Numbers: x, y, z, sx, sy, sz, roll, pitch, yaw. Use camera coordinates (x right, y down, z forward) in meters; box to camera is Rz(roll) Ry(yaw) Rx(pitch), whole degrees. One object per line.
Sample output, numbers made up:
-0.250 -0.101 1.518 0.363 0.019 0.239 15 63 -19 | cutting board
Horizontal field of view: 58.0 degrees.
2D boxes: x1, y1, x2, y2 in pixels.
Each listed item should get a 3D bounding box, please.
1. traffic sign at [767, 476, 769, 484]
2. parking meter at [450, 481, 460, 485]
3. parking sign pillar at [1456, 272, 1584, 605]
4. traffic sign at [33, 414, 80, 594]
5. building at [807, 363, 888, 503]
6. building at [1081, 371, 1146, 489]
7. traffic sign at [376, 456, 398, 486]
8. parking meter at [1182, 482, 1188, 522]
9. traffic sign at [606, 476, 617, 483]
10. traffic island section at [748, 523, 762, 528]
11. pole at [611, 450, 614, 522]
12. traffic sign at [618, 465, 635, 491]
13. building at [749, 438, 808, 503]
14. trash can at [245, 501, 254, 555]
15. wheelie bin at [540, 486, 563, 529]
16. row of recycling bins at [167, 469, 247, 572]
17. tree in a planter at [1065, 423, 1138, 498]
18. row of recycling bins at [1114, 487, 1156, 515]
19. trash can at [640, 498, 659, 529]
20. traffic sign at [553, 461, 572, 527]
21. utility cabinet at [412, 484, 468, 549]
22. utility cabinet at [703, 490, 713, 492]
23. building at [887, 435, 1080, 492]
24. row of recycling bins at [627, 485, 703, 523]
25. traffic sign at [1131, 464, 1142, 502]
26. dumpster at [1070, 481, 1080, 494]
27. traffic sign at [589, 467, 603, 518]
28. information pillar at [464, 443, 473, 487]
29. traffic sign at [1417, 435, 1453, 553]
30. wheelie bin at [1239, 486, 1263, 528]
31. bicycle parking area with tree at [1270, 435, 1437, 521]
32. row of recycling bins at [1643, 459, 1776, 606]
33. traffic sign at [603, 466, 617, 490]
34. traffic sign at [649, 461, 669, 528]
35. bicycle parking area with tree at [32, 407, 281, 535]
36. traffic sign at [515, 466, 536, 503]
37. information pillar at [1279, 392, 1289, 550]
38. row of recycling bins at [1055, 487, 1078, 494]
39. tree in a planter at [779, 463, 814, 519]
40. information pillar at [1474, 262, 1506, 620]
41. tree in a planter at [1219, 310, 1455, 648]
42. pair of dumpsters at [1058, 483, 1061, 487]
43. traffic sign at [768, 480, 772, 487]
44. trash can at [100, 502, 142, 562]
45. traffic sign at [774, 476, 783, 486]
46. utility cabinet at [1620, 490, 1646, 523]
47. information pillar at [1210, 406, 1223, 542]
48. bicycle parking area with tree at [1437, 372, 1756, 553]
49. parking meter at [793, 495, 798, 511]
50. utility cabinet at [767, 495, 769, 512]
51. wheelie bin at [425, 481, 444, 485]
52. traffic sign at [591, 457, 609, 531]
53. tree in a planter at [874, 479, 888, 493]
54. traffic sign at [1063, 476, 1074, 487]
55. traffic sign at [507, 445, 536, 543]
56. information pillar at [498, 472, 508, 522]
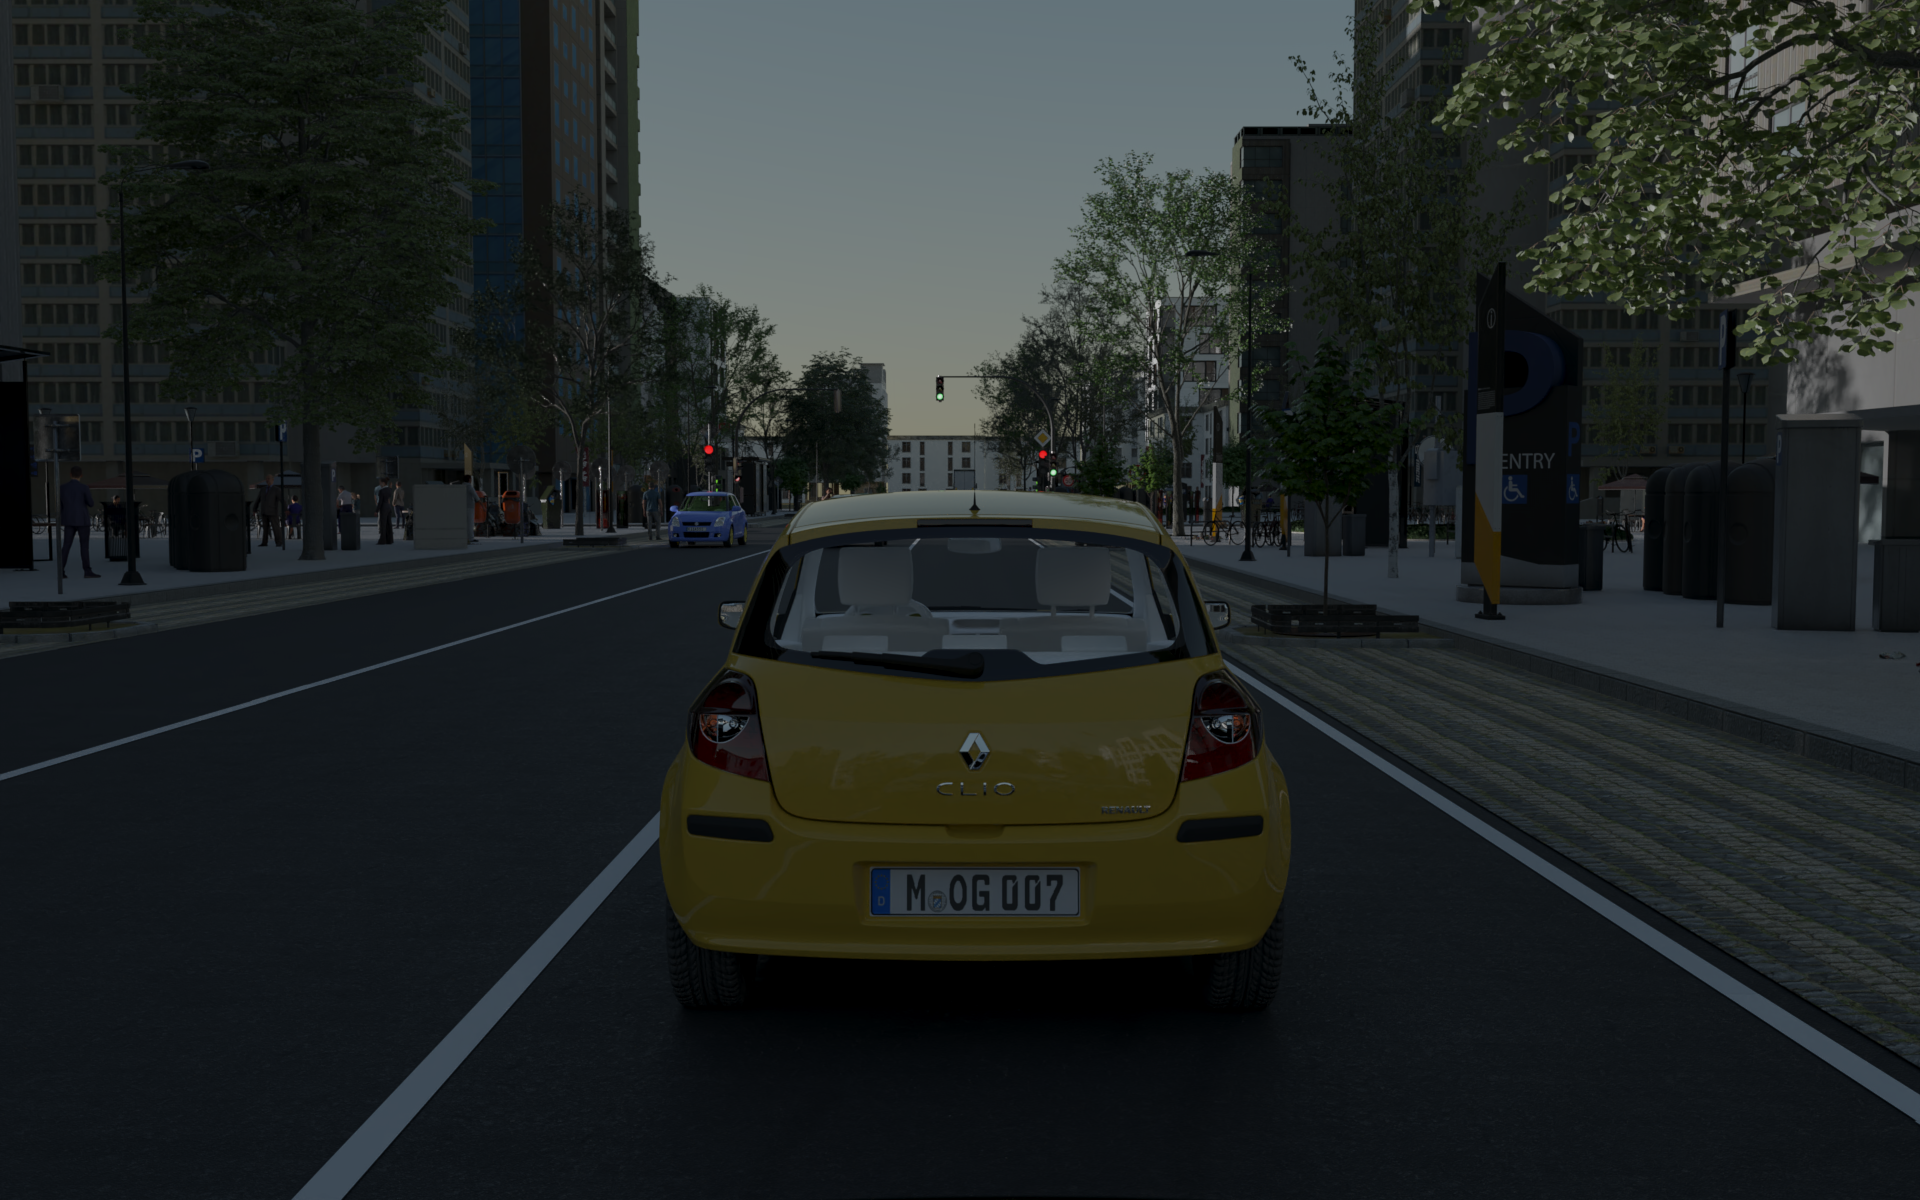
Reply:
-12.495 -6.716 109.909 0.768 2.556 0.104 0 4 4 | traffic sign
-22.114 -4.288 75.819 0.399 1.863 0.255 -2 4 -31 | parking meter
6.676 -1.964 20.589 1.447 3.967 1.447 3 5 43 | parking sign pillar
-11.519 -1.222 22.113 0.606 2.300 0.079 0 4 4 | traffic sign
-16.643 -24.456 256.277 11.380 20.091 16.016 0 3 0 | building
24.083 -24.423 255.741 11.380 20.091 16.016 0 3 0 | building
-15.342 -2.707 46.396 0.606 2.300 0.079 0 4 3 | traffic sign
10.393 -4.579 80.580 0.399 1.863 0.255 0 4 1 | parking meter
-16.466 -4.962 81.228 0.768 2.556 0.104 0 4 7 | traffic sign
-9.637 -3.210 74.764 2.009 0.180 2.903 0 3 0 | traffic island section
-16.114 -5.269 79.992 0.158 3.312 0.155 0 3 0 | pole
-14.501 -4.600 75.318 0.768 2.556 0.104 0 4 3 | traffic sign
-36.367 -18.919 251.476 28.070 9.664 9.099 0 3 0 | building
-14.768 -1.443 35.254 0.748 1.137 0.748 0 3 0 | trash can
-15.086 -3.429 63.974 0.693 1.594 0.980 -2 4 -35 | wheelie bin
-13.051 -1.391 29.848 1.069 1.692 3.534 -2 4 -30 | row of recycling bins
3.579 -2.851 43.839 1.991 3.239 1.994 0 3 0 | tree in a planter
9.090 -5.201 92.148 3.534 1.692 1.069 -3 4 -38 | row of recycling bins
-11.388 -3.185 63.729 0.748 1.137 0.748 0 3 0 | trash can
-15.280 -4.060 66.485 0.768 2.556 0.104 1 4 9 | traffic sign
-12.064 -1.927 40.181 1.173 1.500 0.318 -2 4 -23 | utility cabinet
-16.388 -6.395 113.232 0.318 1.500 1.173 -3 5 -41 | utility cabinet
3.574 -18.947 251.925 28.070 9.664 9.099 0 3 0 | building
-13.222 -4.308 77.543 3.534 1.692 1.069 -2 4 -32 | row of recycling bins
7.606 -4.537 74.292 0.768 2.556 0.104 1 4 10 | traffic sign
8.194 -7.215 120.466 1.502 2.255 1.985 0 3 0 | dumpster
-15.899 -4.622 75.668 0.768 2.556 0.104 1 4 8 | traffic sign
-22.330 -5.345 78.742 0.504 3.616 0.183 2 4 34 | information pillar
10.304 -2.295 37.634 0.768 2.556 0.104 1 4 9 | traffic sign
11.018 -3.515 65.385 0.980 1.594 0.693 -2 4 -31 | wheelie bin
19.293 -5.911 83.651 8.231 4.147 9.016 0 4 7 | bicycle parking area with tree
9.412 -0.885 21.575 1.069 1.692 3.534 0 4 4 | row of recycling bins
-15.474 -4.652 76.168 0.768 2.556 0.104 0 4 6 | traffic sign
-11.428 -4.020 65.834 0.768 2.556 0.104 0 4 1 | traffic sign
-27.858 -4.321 57.655 8.231 4.147 9.016 1 4 21 | bicycle parking area with tree
-15.752 -3.830 62.723 0.768 2.556 0.104 0 4 2 | traffic sign
7.402 -2.944 39.493 0.183 3.616 0.504 1 4 21 | information pillar
5.907 -5.549 97.843 1.069 1.692 3.534 1 4 17 | row of recycling bins
-9.306 -6.244 99.319 1.991 3.239 1.994 0 3 0 | tree in a planter
5.436 -1.615 17.764 0.183 3.616 0.504 0 4 -6 | information pillar
3.591 -1.203 16.895 1.991 3.239 1.994 0 3 0 | tree in a planter
8.248 -8.835 146.943 1.574 2.255 4.437 0 3 0 | pair of dumpsters
-13.901 -7.897 129.125 0.884 2.594 0.081 0 4 3 | traffic sign
-15.974 -1.306 33.008 0.748 1.137 0.748 0 3 0 | trash can
-13.081 -7.621 124.343 0.795 2.593 0.064 0 4 1 | traffic sign
29.209 -4.064 75.118 0.318 1.500 1.173 -2 4 -28 | utility cabinet
6.865 -3.353 46.173 0.183 3.616 0.504 2 4 30 | information pillar
15.965 -3.306 41.049 8.231 4.147 9.016 1 4 12 | bicycle parking area with tree
-12.456 -7.683 131.331 0.255 1.863 0.399 -2 4 -28 | parking meter
-13.883 -6.802 122.374 0.306 1.237 1.020 -2 4 -35 | utility cabinet
-12.861 -2.106 42.340 0.693 1.594 0.980 1 4 21 | wheelie bin
-12.476 -3.679 60.258 0.768 2.556 0.104 1 4 8 | traffic sign
-9.335 -12.611 203.418 1.991 3.239 1.994 0 3 0 | tree in a planter
7.300 -7.130 116.676 0.768 2.556 0.104 0 4 4 | traffic sign
-11.402 -2.747 45.018 0.768 2.556 0.104 0 4 1 | traffic sign
-15.281 -3.272 57.990 0.304 2.012 0.304 -1 4 -17 | information pillar
